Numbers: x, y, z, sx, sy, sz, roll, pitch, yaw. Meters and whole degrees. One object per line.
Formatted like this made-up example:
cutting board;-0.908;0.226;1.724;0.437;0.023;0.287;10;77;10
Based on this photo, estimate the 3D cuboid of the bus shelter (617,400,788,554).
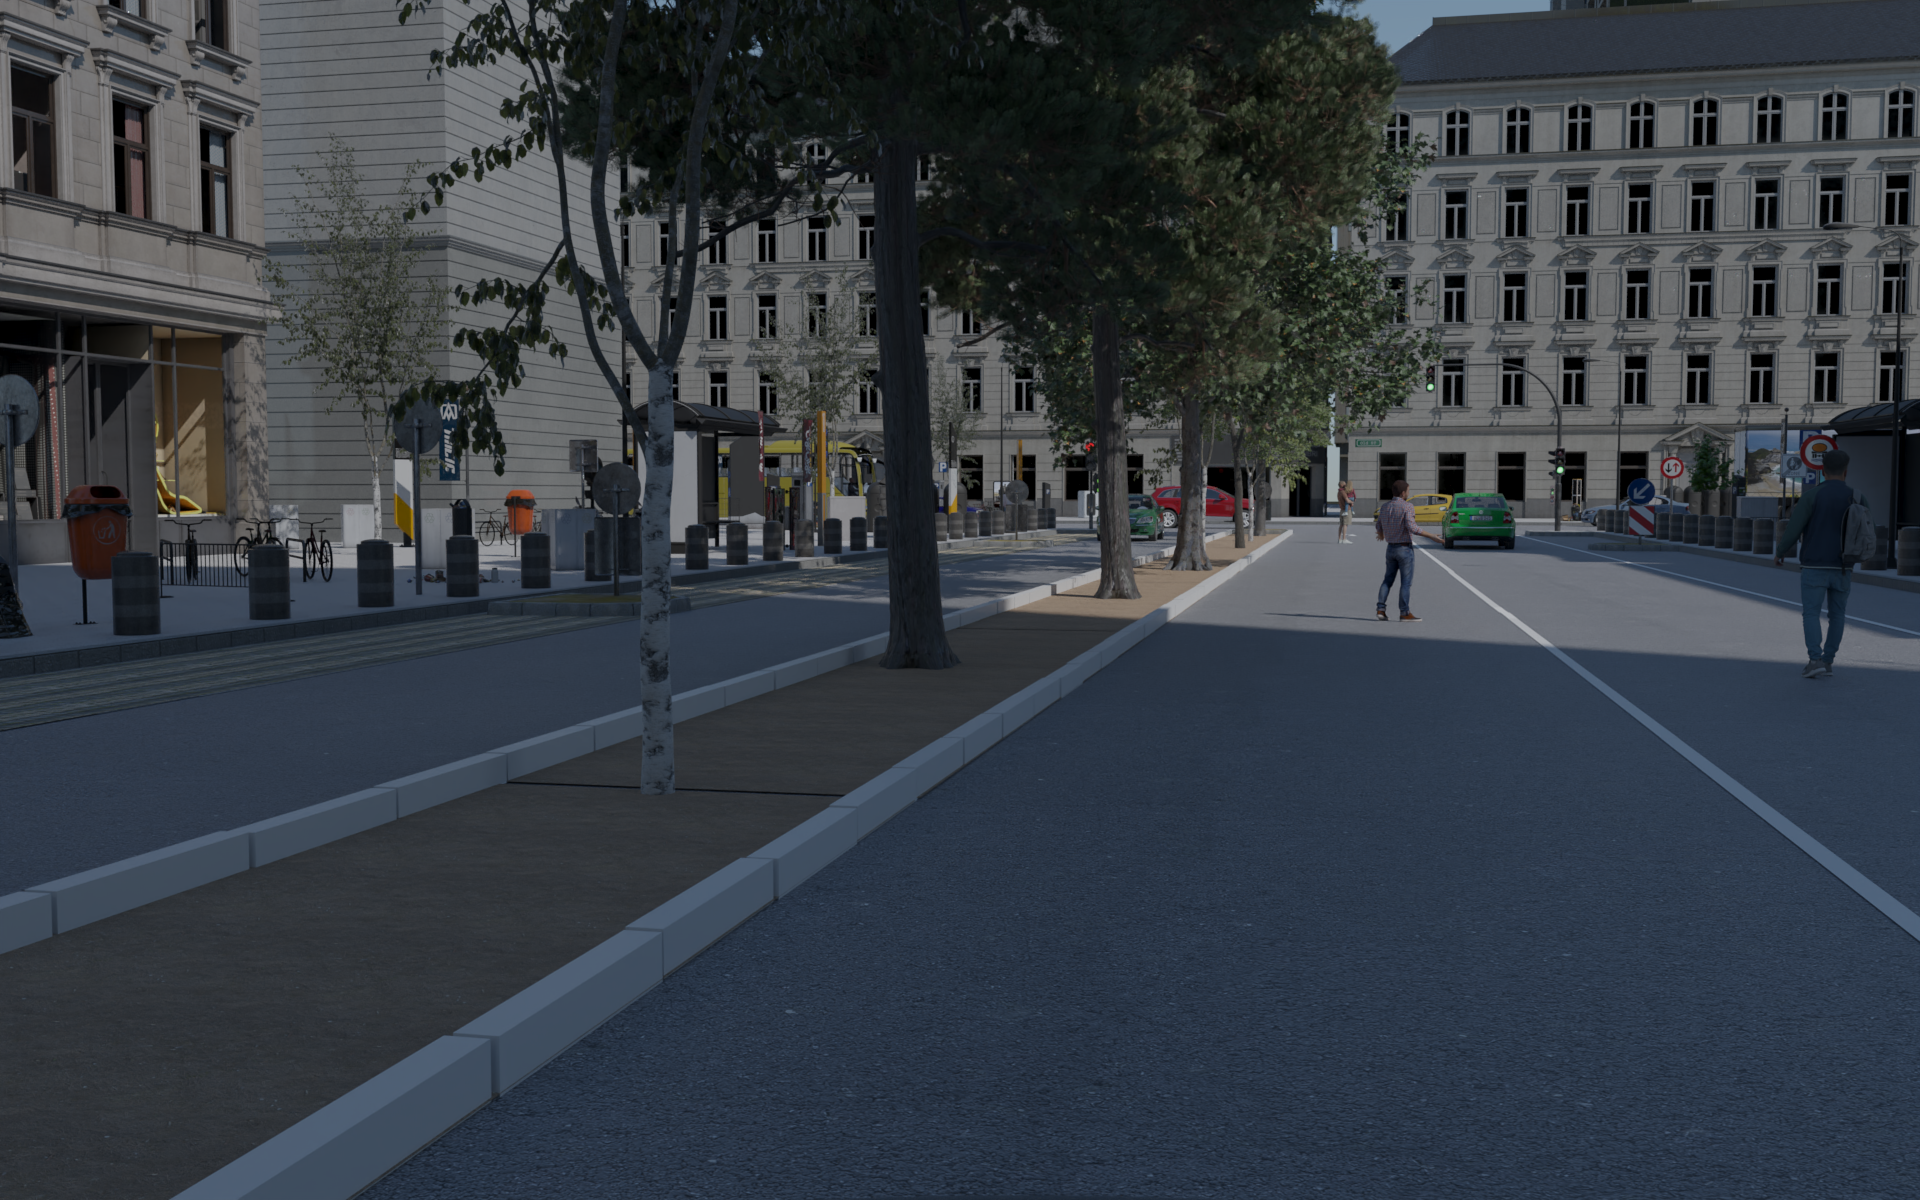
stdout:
bus shelter;-5.736;-2.786;39.472;2.014;3.302;5.546;1;4;12

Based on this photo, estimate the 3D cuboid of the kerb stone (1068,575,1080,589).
kerb stone;1.632;-0.241;26.137;0.120;0.150;1.000;1;4;13

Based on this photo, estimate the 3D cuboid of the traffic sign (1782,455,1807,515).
traffic sign;21.257;-2.573;44.196;0.606;2.300;0.079;1;4;16

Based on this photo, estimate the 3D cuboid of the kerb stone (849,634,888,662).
kerb stone;-0.841;0.434;15.099;0.120;0.150;1.000;1;4;13

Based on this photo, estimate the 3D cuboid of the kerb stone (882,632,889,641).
kerb stone;-0.619;0.373;16.099;0.120;0.150;1.000;1;4;13

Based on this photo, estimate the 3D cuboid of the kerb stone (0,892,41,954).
kerb stone;-3.086;1.046;5.091;0.120;0.150;1.000;1;4;13

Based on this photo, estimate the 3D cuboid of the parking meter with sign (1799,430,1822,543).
parking meter with sign;22.699;-3.061;46.305;0.543;3.016;1.738;2;4;26

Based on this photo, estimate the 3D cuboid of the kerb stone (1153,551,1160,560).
kerb stone;4.116;-0.916;37.168;0.120;0.150;1.000;1;4;13

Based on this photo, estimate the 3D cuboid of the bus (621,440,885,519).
bus;-9.627;-5.452;80.692;12.252;3.916;2.896;1;4;13

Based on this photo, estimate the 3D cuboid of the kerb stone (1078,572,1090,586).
kerb stone;1.859;-0.302;27.138;0.120;0.150;1.000;1;4;13

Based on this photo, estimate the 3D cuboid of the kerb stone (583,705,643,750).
kerb stone;-1.970;0.740;10.103;0.120;0.150;1.000;1;4;13

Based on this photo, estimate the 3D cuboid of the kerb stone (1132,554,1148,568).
kerb stone;3.656;-0.793;35.160;0.120;0.150;1.000;1;4;13

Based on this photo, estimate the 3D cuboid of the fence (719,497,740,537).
fence;-7.344;-2.341;49.482;2.264;1.192;0.480;0;4;4

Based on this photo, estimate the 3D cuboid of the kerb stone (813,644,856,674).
kerb stone;-1.066;0.498;14.100;0.120;0.150;1.000;1;4;13

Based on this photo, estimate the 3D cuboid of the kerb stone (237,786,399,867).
kerb stone;-2.631;0.930;7.095;0.120;0.150;1.000;1;4;13

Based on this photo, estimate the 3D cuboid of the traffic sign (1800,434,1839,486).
traffic sign;18.283;-2.251;36.917;0.768;2.556;0.104;1;4;17

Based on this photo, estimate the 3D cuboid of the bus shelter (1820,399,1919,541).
bus shelter;20.511;-2.677;37.699;2.014;3.302;5.546;1;4;12

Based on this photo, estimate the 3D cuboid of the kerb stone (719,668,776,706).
kerb stone;-1.520;0.621;12.102;0.120;0.150;1.000;1;4;13

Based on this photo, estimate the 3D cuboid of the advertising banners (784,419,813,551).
advertising banners;-3.811;-2.662;39.717;0.090;3.025;2.074;1;4;21

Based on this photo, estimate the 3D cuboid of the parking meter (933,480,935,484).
parking meter;-1.068;-3.303;59.707;0.399;1.863;0.255;-2;4;-24

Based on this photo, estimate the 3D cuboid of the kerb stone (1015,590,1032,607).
kerb stone;0.736;0.005;22.118;0.120;0.150;1.000;1;4;13

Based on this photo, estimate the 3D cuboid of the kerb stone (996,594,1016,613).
kerb stone;0.505;0.066;21.118;0.120;0.150;1.000;1;4;13

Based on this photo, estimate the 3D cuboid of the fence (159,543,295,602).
fence;-8.944;-0.341;20.954;2.069;0.683;0.278;2;4;23

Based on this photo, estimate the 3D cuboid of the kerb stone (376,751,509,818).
kerb stone;-2.413;0.866;8.101;0.120;0.150;1.000;1;4;13

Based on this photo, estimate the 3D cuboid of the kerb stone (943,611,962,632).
kerb stone;-0.171;0.252;18.106;0.120;0.150;1.000;1;4;13

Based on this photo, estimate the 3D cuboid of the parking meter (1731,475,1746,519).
parking meter;23.612;-2.864;52.533;0.255;1.863;0.399;0;4;-6

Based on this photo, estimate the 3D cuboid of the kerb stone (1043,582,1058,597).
kerb stone;1.182;-0.118;24.128;0.120;0.150;1.000;1;4;13

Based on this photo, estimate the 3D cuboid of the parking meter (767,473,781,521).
parking meter;-5.228;-2.630;48.704;0.399;1.863;0.255;0;4;-2

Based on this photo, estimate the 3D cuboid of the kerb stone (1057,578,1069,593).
kerb stone;1.409;-0.176;25.131;0.120;0.150;1.000;1;4;13

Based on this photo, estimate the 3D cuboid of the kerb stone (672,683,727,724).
kerb stone;-1.742;0.679;11.102;0.120;0.150;1.000;1;4;13

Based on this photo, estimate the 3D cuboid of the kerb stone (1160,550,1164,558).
kerb stone;4.334;-0.977;38.171;0.120;0.150;1.000;1;4;13

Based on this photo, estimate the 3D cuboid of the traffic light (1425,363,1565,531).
traffic light;18.578;-5.226;60.112;4.771;5.953;1.251;1;4;13

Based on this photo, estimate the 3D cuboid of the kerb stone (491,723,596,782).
kerb stone;-2.194;0.803;9.101;0.120;0.150;1.000;1;4;13

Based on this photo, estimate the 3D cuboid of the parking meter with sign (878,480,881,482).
parking meter with sign;-4.412;-6.095;95.910;1.738;3.016;0.543;1;4;21

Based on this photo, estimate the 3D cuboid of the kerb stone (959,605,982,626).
kerb stone;0.058;0.189;19.105;0.120;0.150;1.000;1;4;13

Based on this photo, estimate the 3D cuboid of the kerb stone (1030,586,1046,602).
kerb stone;0.963;-0.056;23.127;0.120;0.150;1.000;1;4;13

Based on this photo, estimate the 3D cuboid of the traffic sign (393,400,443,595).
traffic sign;-6.900;-1.340;22.011;0.768;2.556;0.104;1;4;22

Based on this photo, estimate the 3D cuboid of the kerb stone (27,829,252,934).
kerb stone;-2.865;0.985;6.095;0.120;0.150;1.000;1;4;13

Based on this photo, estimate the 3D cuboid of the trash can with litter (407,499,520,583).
trash can with litter;-7.391;-0.888;25.581;1.678;1.210;2.233;-3;4;-37

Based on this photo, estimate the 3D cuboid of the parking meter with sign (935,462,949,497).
parking meter with sign;-1.181;-5.949;93.519;0.543;3.016;1.738;1;4;20

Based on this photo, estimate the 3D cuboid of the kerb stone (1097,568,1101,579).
kerb stone;2.309;-0.425;29.140;0.120;0.150;1.000;1;4;13

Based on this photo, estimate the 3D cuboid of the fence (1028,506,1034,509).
fence;3.467;-4.442;87.999;0.278;0.683;2.069;1;4;19

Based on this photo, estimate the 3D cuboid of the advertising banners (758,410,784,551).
advertising banners;-4.094;-2.498;37.033;0.090;3.025;2.074;0;4;6

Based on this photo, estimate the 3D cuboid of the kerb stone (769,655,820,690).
kerb stone;-1.286;0.556;13.099;0.120;0.150;1.000;1;4;13

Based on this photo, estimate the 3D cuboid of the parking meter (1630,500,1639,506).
parking meter;41.338;-5.954;105.757;0.372;1.533;0.369;0;3;0

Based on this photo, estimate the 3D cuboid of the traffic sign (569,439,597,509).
traffic sign;-7.070;-1.858;32.501;0.606;2.300;0.079;1;4;20

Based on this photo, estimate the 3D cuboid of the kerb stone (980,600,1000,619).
kerb stone;0.274;0.132;20.121;0.120;0.150;1.000;1;4;13

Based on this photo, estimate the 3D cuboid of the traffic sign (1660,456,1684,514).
traffic sign;24.063;-3.576;58.570;0.768;2.556;0.104;1;4;22

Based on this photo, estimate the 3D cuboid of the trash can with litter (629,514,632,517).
trash can with litter;-18.740;-5.266;97.490;1.055;1.170;0.624;2;4;29

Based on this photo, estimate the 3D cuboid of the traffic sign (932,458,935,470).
traffic sign;-1.107;-3.048;49.940;0.768;2.556;0.104;1;4;17

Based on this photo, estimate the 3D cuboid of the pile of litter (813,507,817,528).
pile of litter;-5.723;-3.180;65.959;1.176;0.858;1.719;1;4;13

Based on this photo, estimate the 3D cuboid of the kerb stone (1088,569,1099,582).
kerb stone;2.085;-0.363;28.137;0.120;0.150;1.000;1;4;13

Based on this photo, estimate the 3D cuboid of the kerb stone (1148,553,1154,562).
kerb stone;3.891;-0.855;36.168;0.120;0.150;1.000;1;4;13

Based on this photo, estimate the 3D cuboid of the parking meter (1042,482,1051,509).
parking meter;4.274;-4.891;85.686;0.399;1.863;0.255;-3;5;-39

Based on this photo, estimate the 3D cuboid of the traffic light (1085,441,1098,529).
traffic light;4.816;-4.550;63.318;0.839;4.253;0.868;1;4;13

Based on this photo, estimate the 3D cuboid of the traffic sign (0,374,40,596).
traffic sign;-10.111;-1.122;18.456;0.768;2.556;0.104;1;4;19

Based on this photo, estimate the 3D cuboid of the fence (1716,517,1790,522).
fence;20.639;-1.812;45.006;2.069;0.683;0.278;1;4;17

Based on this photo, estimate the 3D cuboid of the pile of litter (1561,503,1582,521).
pile of litter;28.770;-4.133;81.541;1.719;0.858;1.176;-1;4;-9
